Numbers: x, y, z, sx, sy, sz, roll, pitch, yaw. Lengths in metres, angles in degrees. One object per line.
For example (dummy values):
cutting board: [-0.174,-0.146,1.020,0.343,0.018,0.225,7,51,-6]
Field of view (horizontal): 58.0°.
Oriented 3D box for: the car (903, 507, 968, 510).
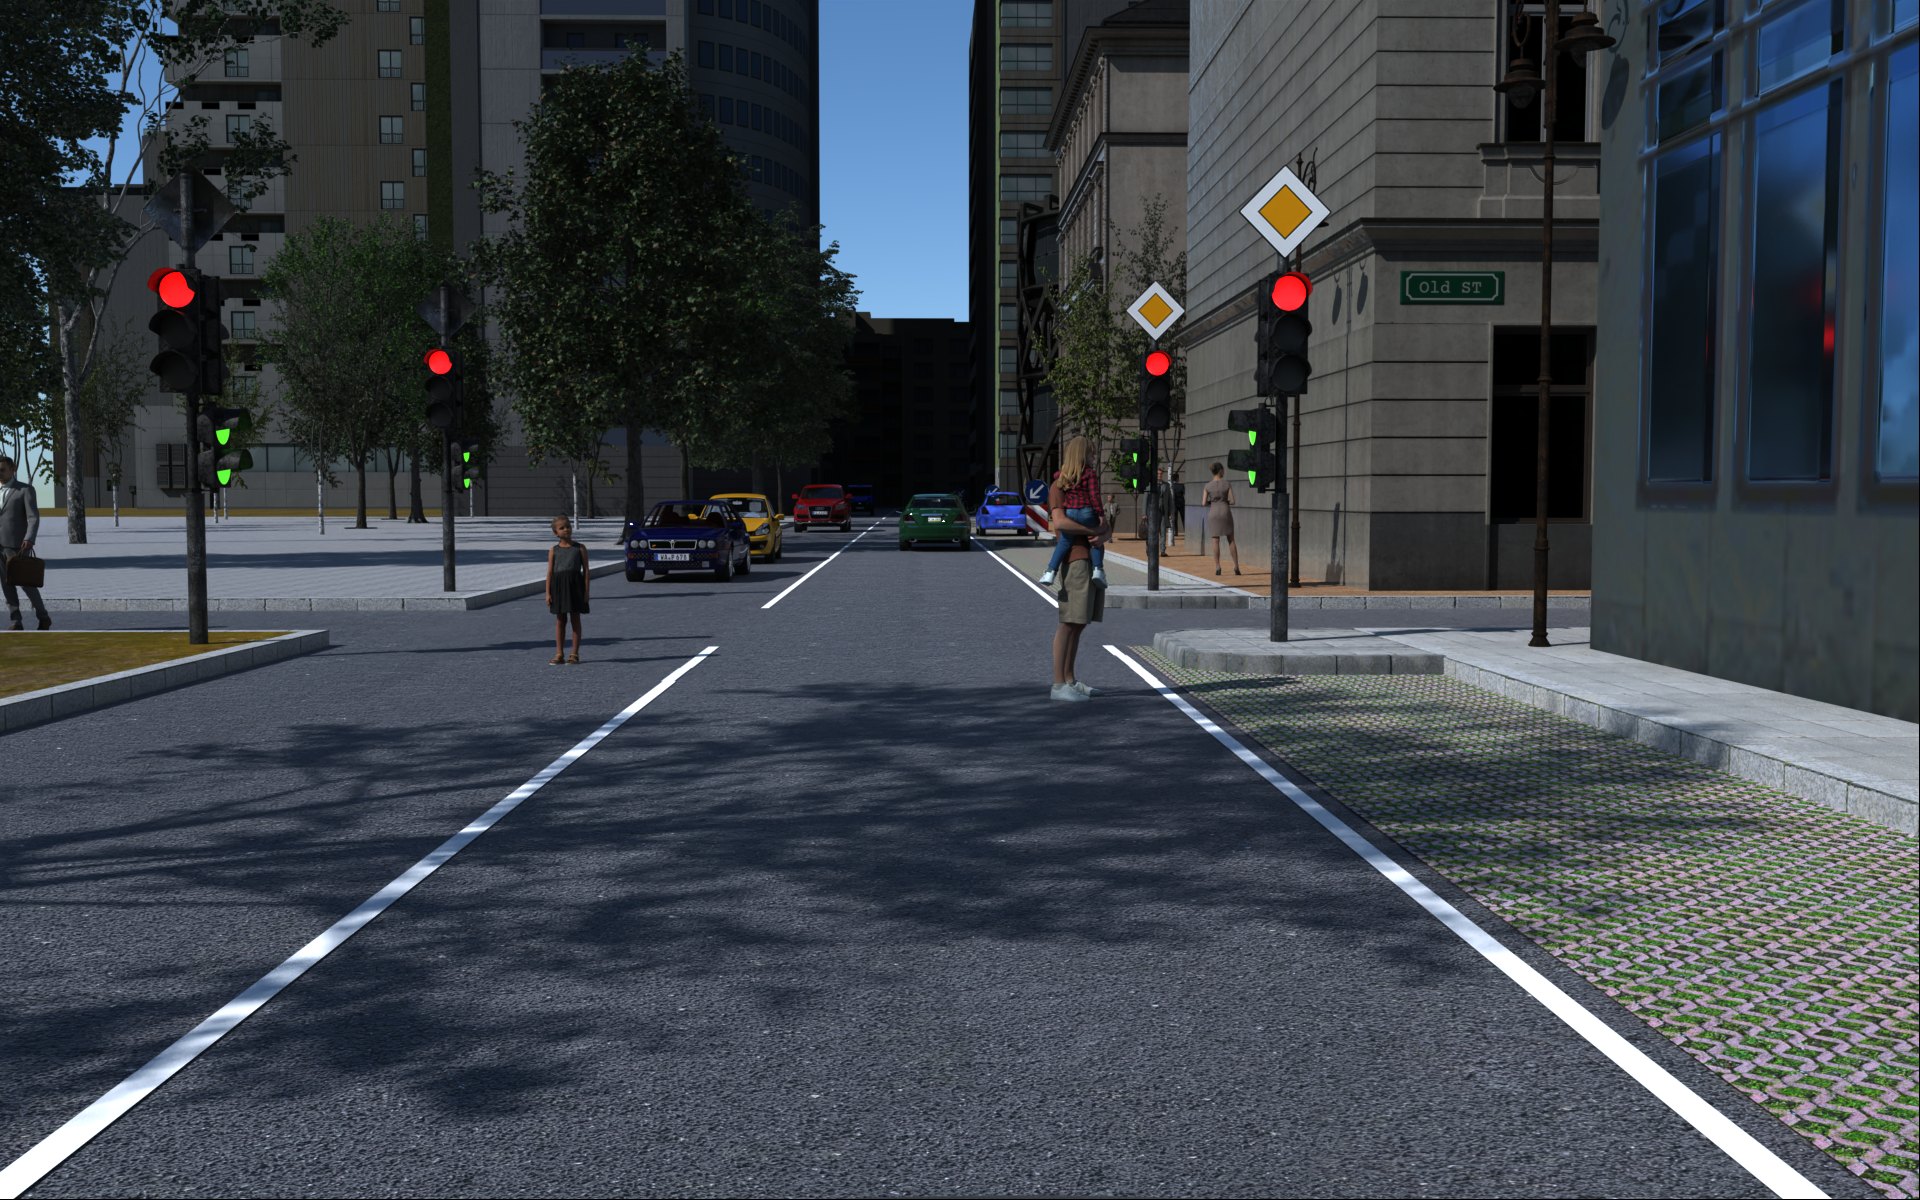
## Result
car: [-0.754,-2.634,52.852,2.009,1.686,4.222,0,4,0]

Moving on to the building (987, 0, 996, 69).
building: [9.094,-28.927,123.063,14.600,45.320,14.200,0,4,-1]

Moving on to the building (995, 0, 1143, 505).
building: [9.177,-26.022,109.056,14.154,41.232,14.086,0,4,-1]

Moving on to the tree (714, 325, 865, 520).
tree: [-8.740,-9.224,85.232,8.767,10.594,7.601,0,4,4]

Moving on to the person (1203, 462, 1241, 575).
person: [4.134,-1.280,27.319,0.599,1.781,0.374,1,4,12]

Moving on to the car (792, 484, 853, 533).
car: [-5.230,-3.522,66.251,2.281,1.827,5.304,0,4,-2]

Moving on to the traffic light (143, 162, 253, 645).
traffic light: [-6.499,-1.577,14.710,0.839,4.253,0.868,0,4,-1]

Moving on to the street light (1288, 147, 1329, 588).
street light: [4.594,-3.107,23.581,0.468,5.910,1.993,0,4,-1]

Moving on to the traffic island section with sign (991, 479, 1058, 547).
traffic island section with sign: [1.963,-2.400,47.875,1.989,1.847,2.006,0,4,-1]

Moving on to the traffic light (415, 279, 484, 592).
traffic light: [-6.703,-2.066,22.693,0.839,4.253,0.868,0,4,-1]

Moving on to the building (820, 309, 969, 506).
building: [-11.894,-21.414,195.157,28.899,21.520,27.650,0,4,-1]

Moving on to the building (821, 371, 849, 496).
building: [-26.423,-51.881,160.918,31.000,86.520,22.319,0,4,-1]

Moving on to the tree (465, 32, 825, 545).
tree: [-8.247,-7.744,43.615,9.611,12.733,9.660,0,3,0]

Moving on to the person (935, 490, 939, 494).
person: [-1.908,-7.540,132.609,0.721,1.723,1.217,0,4,-1]

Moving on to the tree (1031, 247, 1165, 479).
tree: [4.071,-6.186,51.499,4.737,8.622,4.395,0,3,0]

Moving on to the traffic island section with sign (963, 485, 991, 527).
traffic island section with sign: [1.277,-4.049,74.822,1.989,1.847,2.006,0,4,-1]

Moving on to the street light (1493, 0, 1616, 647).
street light: [4.886,-2.547,14.424,0.468,5.910,1.993,0,4,-1]

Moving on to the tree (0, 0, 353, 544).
tree: [-21.847,-11.446,43.032,12.611,20.169,13.585,0,3,0]

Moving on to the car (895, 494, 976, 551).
car: [-0.637,-2.036,45.091,2.131,1.459,4.920,0,4,0]

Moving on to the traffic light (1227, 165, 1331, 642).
traffic light: [2.758,-1.593,14.962,0.839,4.253,0.868,0,4,-1]

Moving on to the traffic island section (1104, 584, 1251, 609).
traffic island section: [2.595,-0.048,23.059,2.009,0.180,2.903,0,4,-1]

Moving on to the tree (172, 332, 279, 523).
tree: [-32.715,-7.703,76.301,4.737,8.622,4.395,0,3,0]

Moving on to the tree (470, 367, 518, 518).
tree: [-26.300,-8.784,93.978,4.360,8.622,3.978,0,3,0]

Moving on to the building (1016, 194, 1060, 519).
building: [11.286,-13.624,90.196,16.820,18.784,16.811,0,4,-1]

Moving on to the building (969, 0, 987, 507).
building: [11.800,-32.919,161.930,21.300,48.544,21.600,0,4,-1]

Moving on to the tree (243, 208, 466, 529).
tree: [-22.138,-8.434,63.657,9.928,11.665,9.643,0,3,0]

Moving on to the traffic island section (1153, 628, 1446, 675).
traffic island section: [2.799,0.441,15.077,2.009,0.180,2.903,0,4,-1]

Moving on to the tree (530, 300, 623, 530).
tree: [-13.766,-6.840,62.194,4.737,8.622,4.395,0,3,0]

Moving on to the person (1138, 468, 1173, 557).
person: [4.030,-1.793,35.456,0.694,1.812,0.767,0,4,-7]

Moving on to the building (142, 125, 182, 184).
building: [-78.380,-30.707,185.654,14.086,41.232,14.154,0,4,-1]

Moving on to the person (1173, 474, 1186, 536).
person: [6.618,-2.882,52.534,0.648,1.900,0.474,1,4,9]

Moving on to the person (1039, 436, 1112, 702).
person: [0.817,-0.220,12.075,0.573,1.828,0.580,-1,4,-18]

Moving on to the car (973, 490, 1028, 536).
car: [1.431,-3.069,59.772,1.945,1.707,3.694,0,4,-2]

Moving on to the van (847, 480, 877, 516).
van: [-6.636,-6.781,115.260,2.240,2.365,5.245,0,4,-2]

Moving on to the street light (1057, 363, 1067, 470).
street light: [3.573,-5.379,60.737,0.468,5.910,1.993,0,4,-1]

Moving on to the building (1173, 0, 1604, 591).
building: [26.640,-15.536,30.435,44.131,29.872,17.030,0,4,-1]

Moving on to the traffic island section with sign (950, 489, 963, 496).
traffic island section with sign: [-0.031,-7.170,125.859,1.989,1.847,2.006,0,4,-1]

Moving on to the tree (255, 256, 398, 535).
tree: [-20.054,-6.389,54.815,4.360,8.622,3.978,0,3,0]

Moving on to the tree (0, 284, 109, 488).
tree: [-33.334,-6.853,62.403,4.737,8.622,4.395,0,3,0]

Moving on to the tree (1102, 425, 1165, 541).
tree: [4.937,-3.263,47.948,1.663,3.219,1.824,0,3,0]

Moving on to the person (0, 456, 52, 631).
person: [-9.616,-0.548,17.574,0.709,1.813,0.853,0,4,2]

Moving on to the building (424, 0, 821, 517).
building: [-20.283,-34.780,110.657,21.231,58.520,28.212,0,4,-1]

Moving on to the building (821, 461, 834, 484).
building: [-20.459,-42.593,134.640,20.563,71.187,20.611,0,4,-1]

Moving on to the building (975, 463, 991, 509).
building: [11.884,-42.919,139.985,20.563,71.187,20.611,0,4,-1]

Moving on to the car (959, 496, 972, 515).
car: [-0.123,-6.529,119.328,1.945,1.354,3.894,0,4,0]

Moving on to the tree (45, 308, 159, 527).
tree: [-33.433,-7.187,67.876,4.360,8.622,3.978,0,3,0]

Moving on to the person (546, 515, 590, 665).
person: [-3.301,-0.087,14.592,0.362,1.253,0.373,0,4,2]

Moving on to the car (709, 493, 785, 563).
car: [-4.731,-1.637,36.996,2.015,1.641,3.980,0,4,-3]

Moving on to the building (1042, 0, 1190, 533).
building: [9.084,-12.297,65.686,10.561,19.102,19.286,0,4,-1]

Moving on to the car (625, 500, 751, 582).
car: [-4.603,-1.038,29.547,1.945,1.354,3.894,0,4,0]

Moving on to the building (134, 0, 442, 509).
building: [-55.572,-34.770,157.732,27.495,52.752,28.713,0,4,-1]

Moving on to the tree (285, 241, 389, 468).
tree: [-23.930,-9.708,75.733,9.611,12.733,9.660,0,3,0]

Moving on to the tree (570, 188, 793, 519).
tree: [-8.869,-7.892,54.791,9.928,11.665,9.643,0,3,0]

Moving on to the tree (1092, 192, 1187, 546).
tree: [5.214,-5.621,42.270,4.360,8.622,3.978,0,3,0]

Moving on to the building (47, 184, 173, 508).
building: [-76.556,-24.073,165.294,14.107,30.474,14.160,0,4,-1]

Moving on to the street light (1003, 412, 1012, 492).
street light: [2.691,-7.644,97.768,0.468,5.910,1.993,0,4,-1]

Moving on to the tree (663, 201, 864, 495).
tree: [-8.947,-10.315,75.304,9.857,13.997,8.962,0,3,0]

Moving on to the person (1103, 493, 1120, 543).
person: [3.993,-2.159,45.613,0.475,1.303,0.640,-1,4,-10]

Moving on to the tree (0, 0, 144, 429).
tree: [-19.090,-7.520,29.604,9.857,13.997,8.962,0,3,0]

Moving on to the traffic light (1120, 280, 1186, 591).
traffic light: [2.555,-2.081,22.944,0.839,4.253,0.868,0,4,-1]
